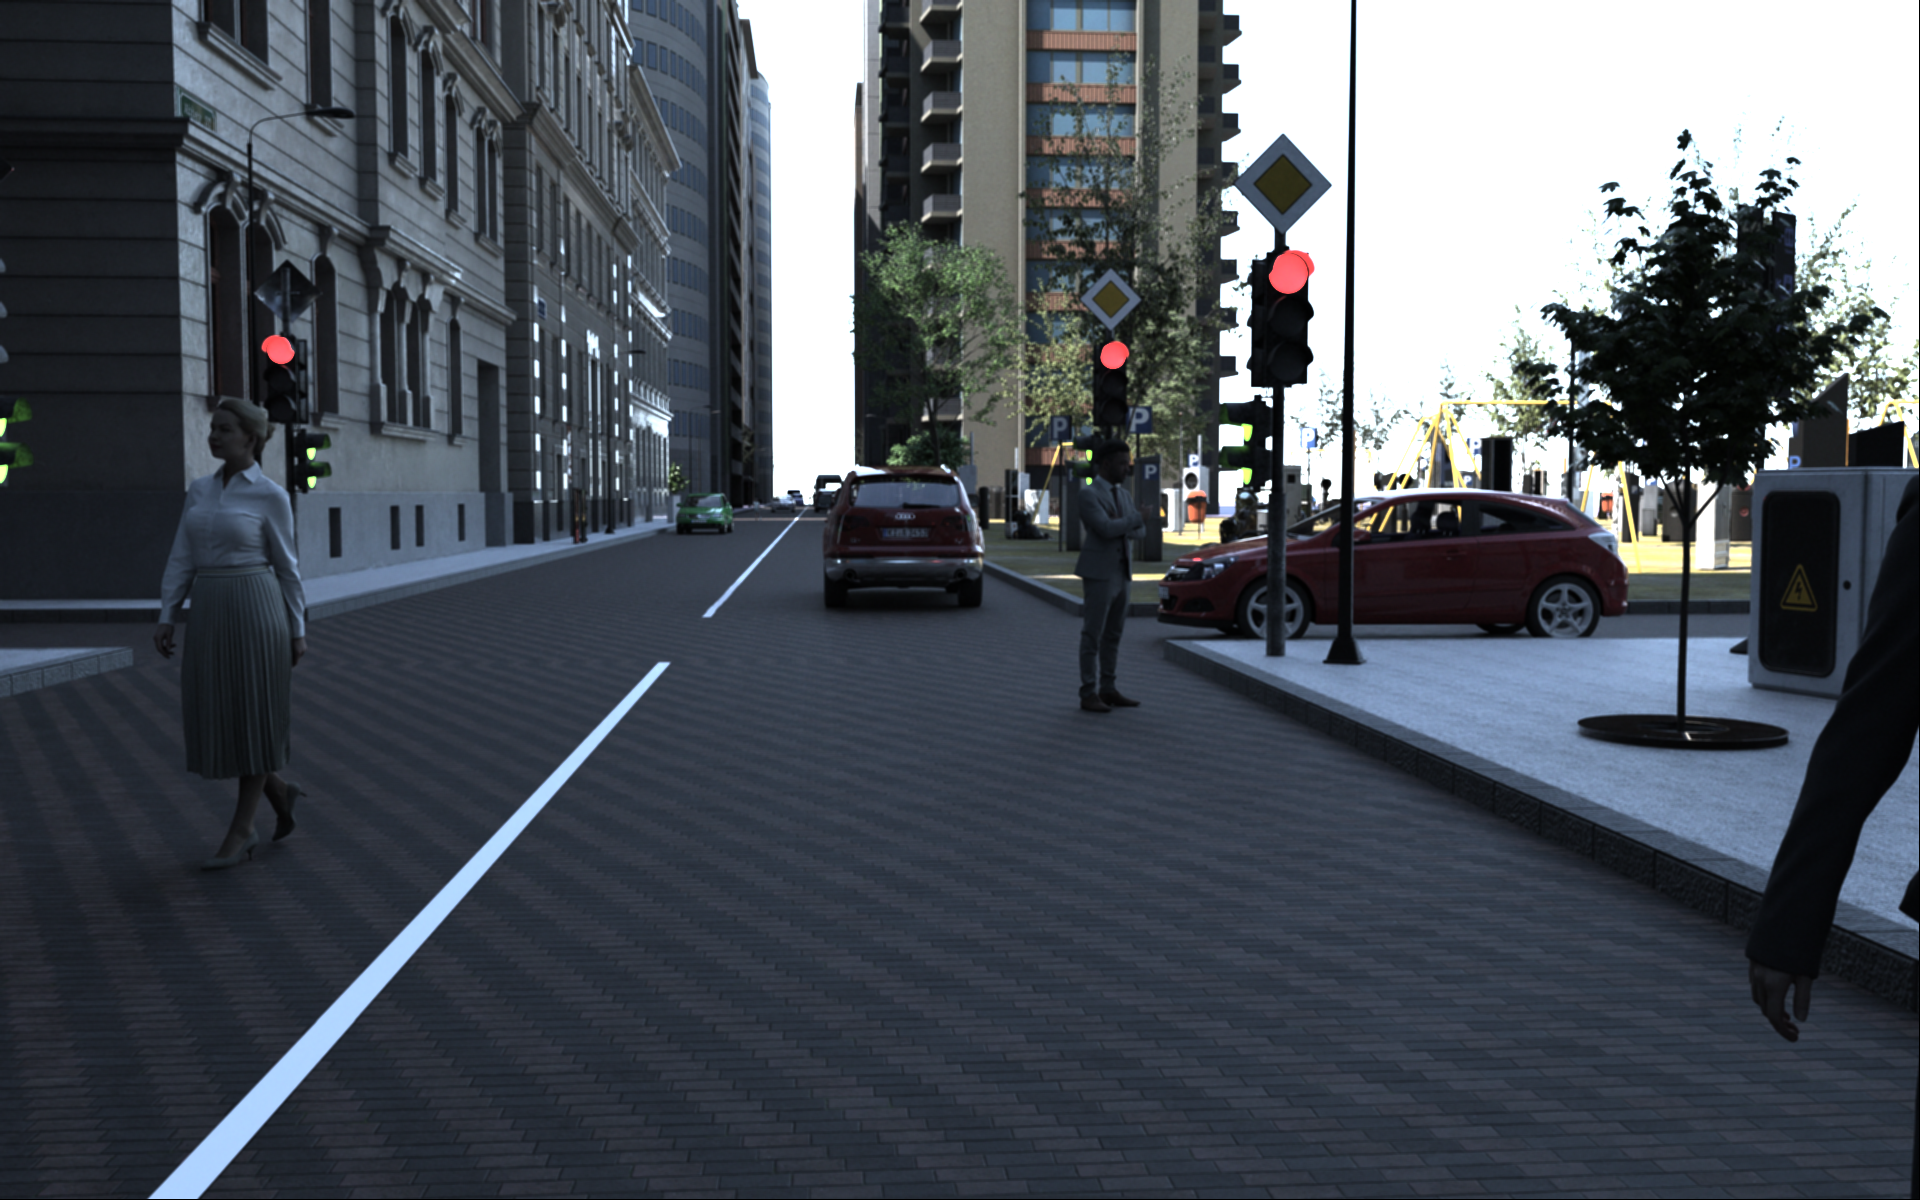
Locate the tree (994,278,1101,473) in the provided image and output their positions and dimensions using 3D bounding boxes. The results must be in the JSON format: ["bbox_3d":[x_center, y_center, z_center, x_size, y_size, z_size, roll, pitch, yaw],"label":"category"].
[{"bbox_3d":[3.516,-6.587,58.056,4.737,8.622,4.395,0,3,0],"label":"tree"}]

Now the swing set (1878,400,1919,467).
[{"bbox_3d":[17.042,-1.936,29.278,3.119,2.851,2.862,-1,4,-12],"label":"swing set"}]

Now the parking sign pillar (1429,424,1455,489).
[{"bbox_3d":[18.584,-4.787,66.735,1.447,3.967,1.447,3,5,44],"label":"parking sign pillar"}]

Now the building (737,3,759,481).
[{"bbox_3d":[-36.854,-36.806,191.023,28.713,52.752,27.495,0,4,-5],"label":"building"}]

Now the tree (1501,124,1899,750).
[{"bbox_3d":[3.842,-0.894,9.223,1.663,3.219,1.824,0,3,0],"label":"tree"}]

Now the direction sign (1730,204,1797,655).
[{"bbox_3d":[6.418,-1.338,13.869,0.876,3.537,0.379,-3,4,-38],"label":"direction sign"}]

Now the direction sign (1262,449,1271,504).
[{"bbox_3d":[15.298,-5.832,87.353,0.379,3.537,0.876,-3,5,-45],"label":"direction sign"}]

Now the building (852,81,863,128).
[{"bbox_3d":[1.132,-38.475,218.307,28.713,52.752,27.495,0,4,-5],"label":"building"}]

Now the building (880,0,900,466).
[{"bbox_3d":[0.710,-27.678,136.132,14.154,41.232,14.086,0,4,-5],"label":"building"}]

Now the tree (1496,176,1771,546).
[{"bbox_3d":[15.901,-5.555,41.188,4.737,8.622,4.395,0,3,0],"label":"tree"}]

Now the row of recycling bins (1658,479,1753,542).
[{"bbox_3d":[20.531,-2.422,46.709,3.534,1.692,1.069,-1,4,-15],"label":"row of recycling bins"}]

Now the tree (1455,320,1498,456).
[{"bbox_3d":[20.833,-6.881,62.865,4.737,8.622,4.395,0,3,0],"label":"tree"}]

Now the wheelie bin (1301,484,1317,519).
[{"bbox_3d":[10.410,-2.752,52.903,0.980,1.594,0.693,1,4,13],"label":"wheelie bin"}]

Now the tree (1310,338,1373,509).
[{"bbox_3d":[17.041,-8.043,81.861,4.360,8.622,3.978,0,3,0],"label":"tree"}]

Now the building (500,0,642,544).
[{"bbox_3d":[-17.539,-15.781,55.291,12.463,27.353,25.104,0,4,-5],"label":"building"}]

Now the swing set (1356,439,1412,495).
[{"bbox_3d":[9.183,-2.197,33.538,2.862,2.851,3.119,1,4,9],"label":"swing set"}]

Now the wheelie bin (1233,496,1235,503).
[{"bbox_3d":[12.449,-4.163,75.973,0.980,1.594,0.693,1,4,19],"label":"wheelie bin"}]

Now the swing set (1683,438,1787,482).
[{"bbox_3d":[22.637,-3.202,49.969,2.862,2.851,3.119,0,4,-5],"label":"swing set"}]

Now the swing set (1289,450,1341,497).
[{"bbox_3d":[13.322,-3.919,61.703,3.119,2.851,2.862,0,4,-2],"label":"swing set"}]

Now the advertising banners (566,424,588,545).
[{"bbox_3d":[-9.850,-2.953,44.468,0.090,3.025,2.074,0,4,1],"label":"advertising banners"}]

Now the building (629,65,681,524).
[{"bbox_3d":[-19.237,-14.820,78.459,11.583,22.565,21.152,0,4,-5],"label":"building"}]

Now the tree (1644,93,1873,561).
[{"bbox_3d":[14.876,-5.050,32.931,4.360,8.622,3.978,0,3,0],"label":"tree"}]

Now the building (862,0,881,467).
[{"bbox_3d":[1.652,-37.676,157.995,21.231,58.520,28.212,0,4,-5],"label":"building"}]

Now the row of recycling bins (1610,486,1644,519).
[{"bbox_3d":[34.764,-4.930,87.717,3.534,1.692,1.069,2,4,32],"label":"row of recycling bins"}]

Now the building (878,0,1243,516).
[{"bbox_3d":[5.909,-28.106,114.154,22.147,44.769,28.867,0,4,-5],"label":"building"}]

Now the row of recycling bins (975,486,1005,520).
[{"bbox_3d":[1.810,-4.981,88.558,1.069,1.692,3.534,-2,4,-27],"label":"row of recycling bins"}]

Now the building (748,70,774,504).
[{"bbox_3d":[-36.164,-42.288,233.411,21.231,58.520,28.212,0,4,-5],"label":"building"}]

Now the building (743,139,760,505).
[{"bbox_3d":[-32.063,-34.419,212.867,14.600,45.320,14.200,0,4,-5],"label":"building"}]

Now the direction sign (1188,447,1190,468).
[{"bbox_3d":[10.966,-5.572,83.104,0.379,3.537,0.876,0,4,3],"label":"direction sign"}]

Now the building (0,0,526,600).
[{"bbox_3d":[-16.457,-14.891,30.865,14.401,28.519,23.554,0,4,-5],"label":"building"}]

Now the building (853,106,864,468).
[{"bbox_3d":[-5.060,-33.434,196.763,14.600,45.320,14.200,0,4,-5],"label":"building"}]

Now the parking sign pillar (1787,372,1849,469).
[{"bbox_3d":[18.900,-3.042,38.205,1.447,3.967,1.447,-1,4,-21],"label":"parking sign pillar"}]

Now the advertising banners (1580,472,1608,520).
[{"bbox_3d":[31.542,-5.531,86.626,2.074,3.025,0.090,-1,4,-15],"label":"advertising banners"}]

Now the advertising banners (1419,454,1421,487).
[{"bbox_3d":[18.516,-4.478,69.406,0.090,3.025,2.074,1,4,21],"label":"advertising banners"}]

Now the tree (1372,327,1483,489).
[{"bbox_3d":[21.266,-7.732,76.780,4.360,8.622,3.978,0,3,0],"label":"tree"}]

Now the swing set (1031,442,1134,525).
[{"bbox_3d":[3.949,-3.360,52.557,2.862,2.851,3.119,-3,4,-38],"label":"swing set"}]

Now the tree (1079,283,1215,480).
[{"bbox_3d":[10.160,-10.731,93.581,7.486,12.596,7.792,0,3,0],"label":"tree"}]

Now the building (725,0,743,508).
[{"bbox_3d":[-29.938,-32.085,148.285,21.300,48.544,21.600,0,4,-5],"label":"building"}]

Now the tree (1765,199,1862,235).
[{"bbox_3d":[20.564,-5.637,42.524,4.737,8.622,4.395,0,3,0],"label":"tree"}]

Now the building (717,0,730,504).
[{"bbox_3d":[-24.960,-27.340,130.600,14.154,41.232,14.086,0,4,-5],"label":"building"}]

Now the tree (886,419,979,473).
[{"bbox_3d":[-0.897,-5.595,75.191,4.285,4.588,4.351,0,3,0],"label":"tree"}]

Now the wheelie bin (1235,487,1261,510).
[{"bbox_3d":[10.394,-3.315,62.102,0.693,1.594,0.980,1,4,19],"label":"wheelie bin"}]

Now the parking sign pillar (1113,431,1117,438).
[{"bbox_3d":[6.141,-5.204,73.553,1.447,3.967,1.447,-3,4,-37],"label":"parking sign pillar"}]

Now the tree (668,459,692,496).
[{"bbox_3d":[-15.549,-6.141,95.007,1.663,3.219,1.824,0,3,0],"label":"tree"}]

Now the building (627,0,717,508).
[{"bbox_3d":[-26.481,-34.610,107.880,21.231,58.520,28.212,0,4,-5],"label":"building"}]
